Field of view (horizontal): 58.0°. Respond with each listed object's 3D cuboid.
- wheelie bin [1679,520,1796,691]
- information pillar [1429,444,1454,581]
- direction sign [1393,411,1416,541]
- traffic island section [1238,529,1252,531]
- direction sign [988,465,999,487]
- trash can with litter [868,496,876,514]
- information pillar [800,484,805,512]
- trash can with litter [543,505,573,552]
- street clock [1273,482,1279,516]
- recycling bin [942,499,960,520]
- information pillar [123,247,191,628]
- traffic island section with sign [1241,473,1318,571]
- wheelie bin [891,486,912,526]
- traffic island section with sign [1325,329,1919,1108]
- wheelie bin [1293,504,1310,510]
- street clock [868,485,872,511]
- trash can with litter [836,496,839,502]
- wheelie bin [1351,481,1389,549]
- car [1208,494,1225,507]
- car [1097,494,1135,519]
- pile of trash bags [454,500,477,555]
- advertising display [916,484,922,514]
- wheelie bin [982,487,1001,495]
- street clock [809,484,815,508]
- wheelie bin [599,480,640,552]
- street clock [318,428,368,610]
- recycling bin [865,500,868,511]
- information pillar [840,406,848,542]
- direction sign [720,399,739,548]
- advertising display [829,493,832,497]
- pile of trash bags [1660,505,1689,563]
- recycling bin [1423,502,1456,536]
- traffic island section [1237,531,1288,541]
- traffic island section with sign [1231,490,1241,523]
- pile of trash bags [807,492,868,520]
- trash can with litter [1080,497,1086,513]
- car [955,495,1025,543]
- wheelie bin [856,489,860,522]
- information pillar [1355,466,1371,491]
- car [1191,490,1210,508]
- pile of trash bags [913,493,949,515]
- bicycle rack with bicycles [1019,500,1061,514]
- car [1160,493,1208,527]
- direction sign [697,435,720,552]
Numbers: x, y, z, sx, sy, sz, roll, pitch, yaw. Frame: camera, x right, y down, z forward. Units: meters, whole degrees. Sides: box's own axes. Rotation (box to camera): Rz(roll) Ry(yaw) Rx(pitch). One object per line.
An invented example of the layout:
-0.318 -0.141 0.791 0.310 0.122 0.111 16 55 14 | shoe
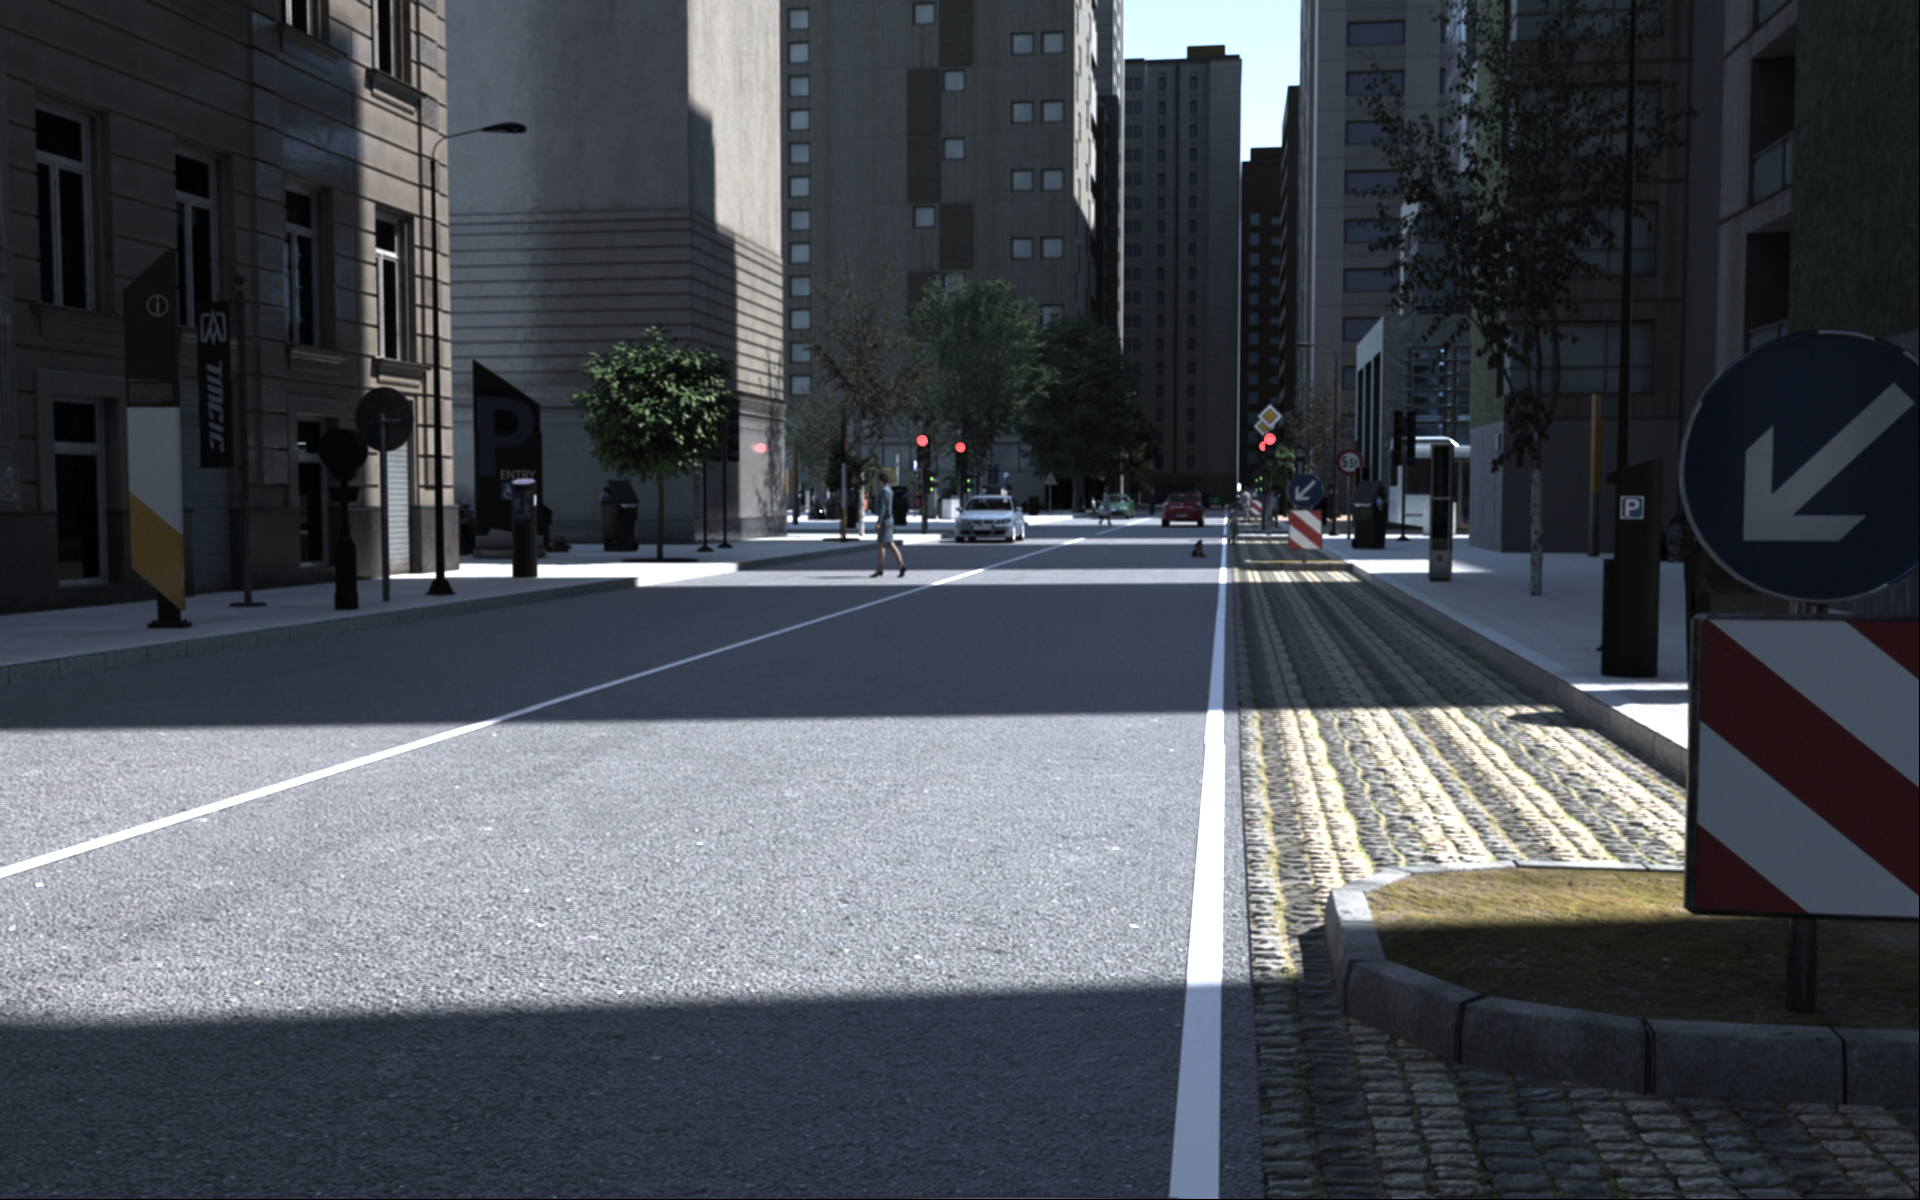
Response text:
4.935 -0.187 10.971 0.693 1.594 0.980 1 4 12 | wheelie bin
7.105 -1.289 25.561 0.304 2.012 0.304 1 4 21 | information pillar
12.164 -3.392 47.460 0.876 3.537 0.379 -3 4 -36 | direction sign
10.855 -2.420 61.853 2.009 0.180 2.903 1 4 9 | traffic island section
2.594 -8.744 134.959 0.876 3.537 0.379 2 4 23 | direction sign
-5.448 -6.241 113.429 0.624 1.170 1.055 3 5 45 | trash can with litter
-11.410 -7.389 125.297 0.304 2.012 0.304 -2 4 -27 | information pillar
-9.162 -1.648 38.335 0.624 1.170 1.055 3 5 41 | trash can with litter
18.662 -5.981 102.363 0.358 2.002 0.471 -1 4 -11 | street clock
-0.415 -4.544 86.848 0.722 1.027 0.722 -3 4 -36 | recycling bin
-7.679 -1.540 16.536 0.504 3.616 0.183 0 3 0 | information pillar
6.413 -1.485 32.910 1.989 1.847 2.006 1 4 9 | traffic island section with sign
-2.452 -3.833 70.577 0.980 1.594 0.693 0 4 -5 | wheelie bin
2.098 0.223 4.984 1.989 1.847 2.006 1 4 9 | traffic island section with sign
14.589 -4.033 73.851 0.693 1.594 0.980 -1 4 -10 | wheelie bin
-6.932 -7.901 133.749 0.358 2.002 0.471 0 4 -6 | street clock
-8.536 -7.056 126.424 2.233 1.210 1.678 2 4 25 | trash can with litter
9.619 -2.005 40.685 0.693 1.594 0.980 -3 5 -40 | wheelie bin
28.151 -11.106 190.374 1.959 1.807 4.718 1 4 9 | car
9.133 -5.452 100.936 2.131 1.459 4.920 1 4 10 | car
-11.881 -1.677 37.168 3.447 1.369 1.912 1 4 23 | pile of trash bags
-2.517 -6.688 114.558 0.123 1.923 0.974 3 5 45 | advertising display
1.404 -4.102 74.974 0.980 1.594 0.693 -1 4 -9 | wheelie bin
-11.698 -8.205 138.720 0.358 2.002 0.471 0 4 2 | street clock
-7.669 -1.891 38.825 0.693 1.594 0.980 3 4 36 | wheelie bin
-6.828 -0.896 19.222 0.471 2.002 0.358 0 4 7 | street clock
-7.281 -7.118 128.930 0.722 1.027 0.722 -2 4 -29 | recycling bin
-3.105 -3.368 46.414 0.183 3.616 0.504 0 4 2 | information pillar
-5.602 -3.009 41.188 0.379 3.537 0.876 3 5 43 | direction sign
-9.232 -7.216 123.190 0.123 1.923 0.974 -1 4 -8 | advertising display
14.681 -1.444 33.356 3.447 1.369 1.912 -1 4 -13 | pile of trash bags
14.770 -2.496 53.356 0.722 1.027 0.722 -2 4 -35 | recycling bin
9.638 -1.938 53.961 2.009 0.180 2.903 1 4 9 | traffic island section
14.632 -4.748 86.261 1.989 1.847 2.006 1 4 9 | traffic island section with sign
-5.866 -4.675 86.184 1.912 1.369 3.447 3 5 41 | pile of trash bags
8.144 -6.529 118.138 0.624 1.170 1.055 2 4 29 | trash can with litter
0.938 -2.468 52.361 2.014 1.417 4.499 0 4 8 | car
-4.728 -4.306 78.318 0.693 1.594 0.980 2 4 33 | wheelie bin
10.614 -2.520 45.688 0.304 2.012 0.304 -1 4 -20 | information pillar
24.195 -10.224 175.830 2.281 1.827 5.304 1 4 9 | car
-1.786 -5.922 106.571 1.912 1.369 3.447 2 4 33 | pile of trash bags
5.127 -6.008 111.610 2.925 0.926 2.852 -1 4 -22 | bicycle rack with bicycles
9.947 -4.163 77.103 2.155 1.783 4.494 1 4 9 | car
-5.688 -2.848 38.570 0.379 3.537 0.876 -1 4 -20 | direction sign
